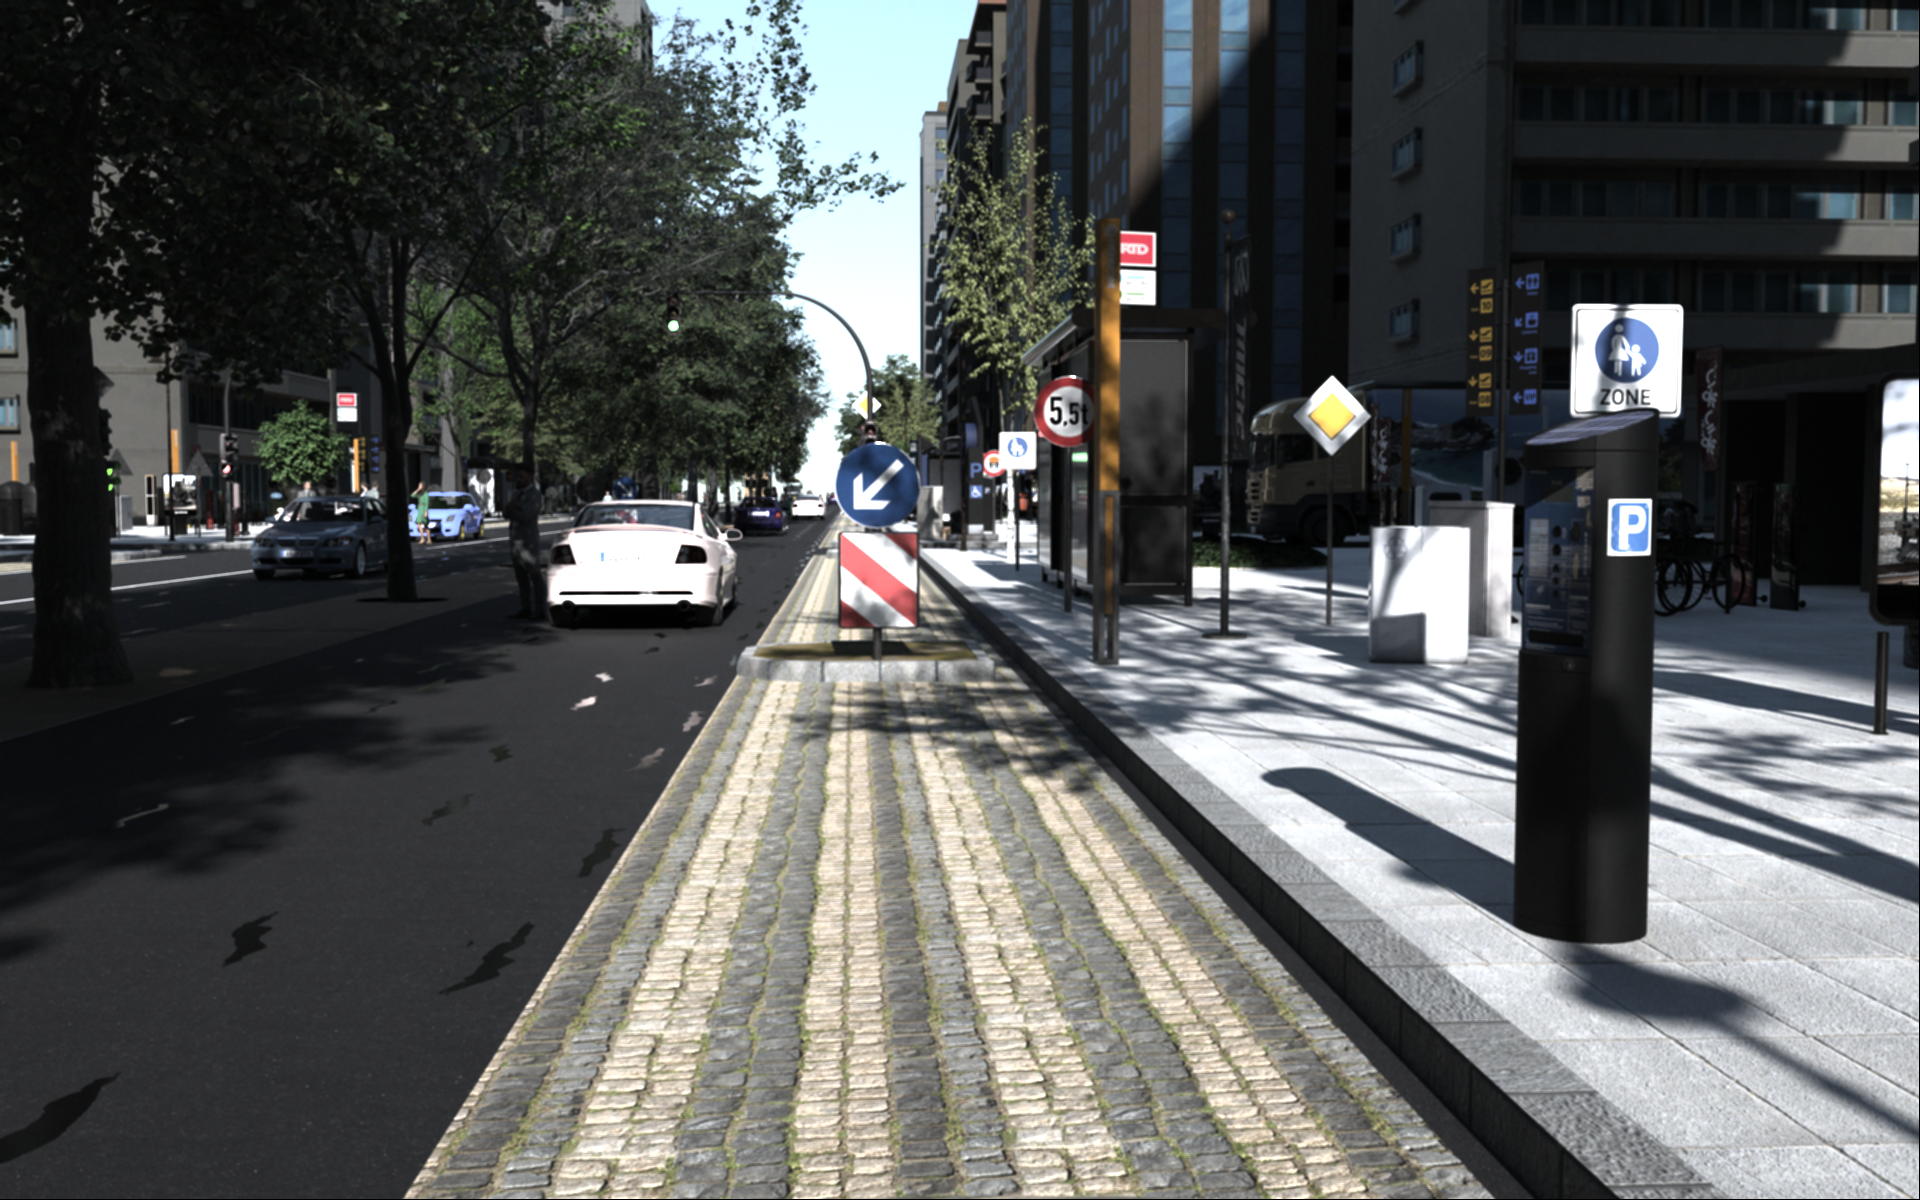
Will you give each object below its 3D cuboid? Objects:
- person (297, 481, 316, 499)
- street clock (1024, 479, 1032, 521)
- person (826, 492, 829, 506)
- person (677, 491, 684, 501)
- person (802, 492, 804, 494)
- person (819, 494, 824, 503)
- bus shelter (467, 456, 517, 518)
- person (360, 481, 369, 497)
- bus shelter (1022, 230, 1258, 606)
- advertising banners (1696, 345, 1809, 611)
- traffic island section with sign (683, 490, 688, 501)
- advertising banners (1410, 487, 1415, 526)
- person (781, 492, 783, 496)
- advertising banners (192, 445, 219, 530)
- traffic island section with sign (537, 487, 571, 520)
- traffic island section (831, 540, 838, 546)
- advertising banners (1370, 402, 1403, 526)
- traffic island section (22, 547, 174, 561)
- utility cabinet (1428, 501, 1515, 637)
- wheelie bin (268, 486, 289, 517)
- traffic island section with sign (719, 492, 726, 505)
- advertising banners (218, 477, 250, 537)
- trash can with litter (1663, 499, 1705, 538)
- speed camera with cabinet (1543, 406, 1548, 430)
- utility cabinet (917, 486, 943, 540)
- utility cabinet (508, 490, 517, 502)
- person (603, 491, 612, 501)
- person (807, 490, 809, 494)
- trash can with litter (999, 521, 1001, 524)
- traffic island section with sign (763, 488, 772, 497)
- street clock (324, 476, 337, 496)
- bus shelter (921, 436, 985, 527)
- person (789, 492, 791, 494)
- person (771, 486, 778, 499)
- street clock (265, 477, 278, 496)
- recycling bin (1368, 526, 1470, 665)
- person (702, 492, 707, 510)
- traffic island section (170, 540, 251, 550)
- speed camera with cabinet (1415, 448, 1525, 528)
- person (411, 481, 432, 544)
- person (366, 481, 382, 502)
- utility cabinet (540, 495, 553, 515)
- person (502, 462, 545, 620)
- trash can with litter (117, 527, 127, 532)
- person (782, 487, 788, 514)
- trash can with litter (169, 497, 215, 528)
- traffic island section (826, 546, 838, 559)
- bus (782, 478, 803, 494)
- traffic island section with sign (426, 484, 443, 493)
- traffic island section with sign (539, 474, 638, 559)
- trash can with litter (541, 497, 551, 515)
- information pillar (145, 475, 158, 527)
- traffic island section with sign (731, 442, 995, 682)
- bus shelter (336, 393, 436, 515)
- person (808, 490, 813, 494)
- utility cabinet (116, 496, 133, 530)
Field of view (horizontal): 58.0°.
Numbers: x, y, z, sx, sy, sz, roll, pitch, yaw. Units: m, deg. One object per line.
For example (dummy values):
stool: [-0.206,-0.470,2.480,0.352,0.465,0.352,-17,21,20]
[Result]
person: [-18.783,-2.523,49.847,0.767,1.812,0.694,3,5,43]
street clock: [3.291,-4.738,82.030,0.358,2.002,0.471,-3,5,-40]
person: [-15.847,-12.033,205.957,0.721,1.735,1.217,0,4,-1]
person: [-24.539,-8.733,151.999,0.721,1.736,1.217,-3,5,-40]
person: [-20.792,-13.423,228.692,1.217,1.736,0.721,0,4,6]
person: [-10.802,-7.469,133.885,0.557,1.426,1.065,-3,4,-39]
bus shelter: [-25.780,-6.184,95.028,2.014,3.302,5.546,0,4,-4]
person: [-18.200,-2.733,53.200,0.654,1.822,0.581,-2,4,-27]
bus shelter: [2.081,-2.829,23.885,2.179,5.291,8.768,0,4,-3]
advertising banners: [9.023,-1.447,19.851,0.090,3.025,2.074,-1,4,-10]
traffic island section with sign: [-27.321,-10.048,172.910,1.989,1.847,2.006,0,4,-4]
advertising banners: [10.063,-2.618,38.989,0.090,3.025,2.074,-2,4,-32]
person: [-28.421,-16.314,275.951,1.217,1.735,0.721,-3,4,-38]
advertising banners: [-27.037,-4.048,62.377,0.090,3.025,2.074,0,4,7]
traffic island section with sign: [-22.523,-5.308,95.410,1.989,1.847,2.006,0,4,-4]
traffic island section: [-2.505,-1.523,47.178,2.009,0.180,2.903,0,4,-4]
advertising banners: [7.956,-2.217,32.433,0.090,3.025,2.074,0,4,-2]
traffic island section: [-18.971,-0.972,38.167,2.009,0.180,2.903,0,4,-4]
utility cabinet: [4.723,-0.299,16.044,0.306,1.237,1.020,-1,4,-15]
wheelie bin: [-26.154,-3.581,66.451,0.693,1.594,0.980,-3,4,-36]
traffic island section with sign: [-30.750,-13.436,228.301,1.989,1.847,2.006,0,4,-4]
advertising banners: [-21.953,-3.442,52.465,0.090,3.025,2.074,0,4,-3]
trash can with litter: [16.384,-1.687,38.965,1.055,1.170,0.624,-2,4,-34]
speed camera with cabinet: [13.880,-2.749,39.286,2.038,3.252,0.660,0,4,0]
utility cabinet: [-0.844,-2.403,47.975,0.318,1.500,1.173,-2,4,-23]
utility cabinet: [-25.748,-5.652,101.089,1.173,1.500,0.318,-3,4,-38]
person: [-21.352,-5.794,105.041,0.589,1.601,0.330,0,4,-3]
person: [-15.127,-10.053,172.883,1.348,1.822,0.705,3,5,39]
trash can with litter: [1.336,-3.986,76.230,1.678,1.210,2.233,0,4,7]
traffic island section with sign: [-13.527,-6.930,121.440,2.006,1.907,1.989,0,4,-4]
street clock: [-25.423,-4.001,69.978,0.471,2.002,0.358,-1,4,-9]
bus shelter: [-0.295,-4.245,63.337,2.014,3.302,5.546,0,4,-4]
person: [-22.349,-13.323,227.042,1.217,1.736,0.721,-3,5,-42]
person: [-9.338,-4.793,86.873,0.388,1.821,0.555,2,4,26]
street clock: [-29.582,-4.276,74.489,0.358,2.002,0.471,2,4,35]
recycling bin: [3.542,-0.052,13.409,0.722,1.027,0.722,1,4,12]
person: [-22.414,-8.663,151.616,0.415,1.643,0.593,-3,4,-36]
traffic island section: [-19.464,-1.459,46.137,2.009,0.180,2.903,0,4,-4]
speed camera with cabinet: [10.178,-2.462,34.583,2.038,3.252,0.660,0,4,-1]
person: [-15.254,-2.479,49.287,0.600,1.795,0.529,3,5,39]
person: [-16.687,-2.498,49.435,0.635,1.810,0.391,2,4,32]
utility cabinet: [-25.685,-5.868,107.101,1.020,1.237,0.306,1,4,9]
person: [-5.020,-0.681,19.811,0.511,1.800,0.466,2,4,29]
trash can with litter: [-28.846,-2.885,58.229,1.678,1.210,2.233,1,4,23]
person: [-9.770,-5.368,96.282,0.388,1.821,0.555,-1,4,-19]
trash can with litter: [-28.542,-3.328,65.466,2.233,1.210,1.678,0,4,2]
traffic island section: [-2.011,-1.035,39.208,2.009,0.180,2.903,0,4,-4]
bus: [-25.753,-16.898,267.831,2.896,3.916,12.252,0,4,-3]
traffic island section with sign: [-20.861,-3.662,68.506,1.989,1.847,2.006,0,4,-4]
traffic island section with sign: [-8.426,-1.891,39.052,2.006,1.907,1.989,0,4,-4]
trash can with litter: [-25.171,-5.765,105.641,0.624,1.170,1.055,1,4,16]
information pillar: [-31.773,-3.889,68.085,0.304,2.012,0.304,0,4,1]
traffic island section with sign: [-0.783,-0.332,14.049,1.989,1.847,2.006,0,4,-4]
bus shelter: [-23.721,-5.731,71.336,2.179,5.291,8.768,0,4,-3]
person: [-12.572,-8.389,145.757,1.348,1.812,0.705,0,4,6]
utility cabinet: [-29.951,-3.108,61.971,0.306,1.237,1.020,0,4,-5]
